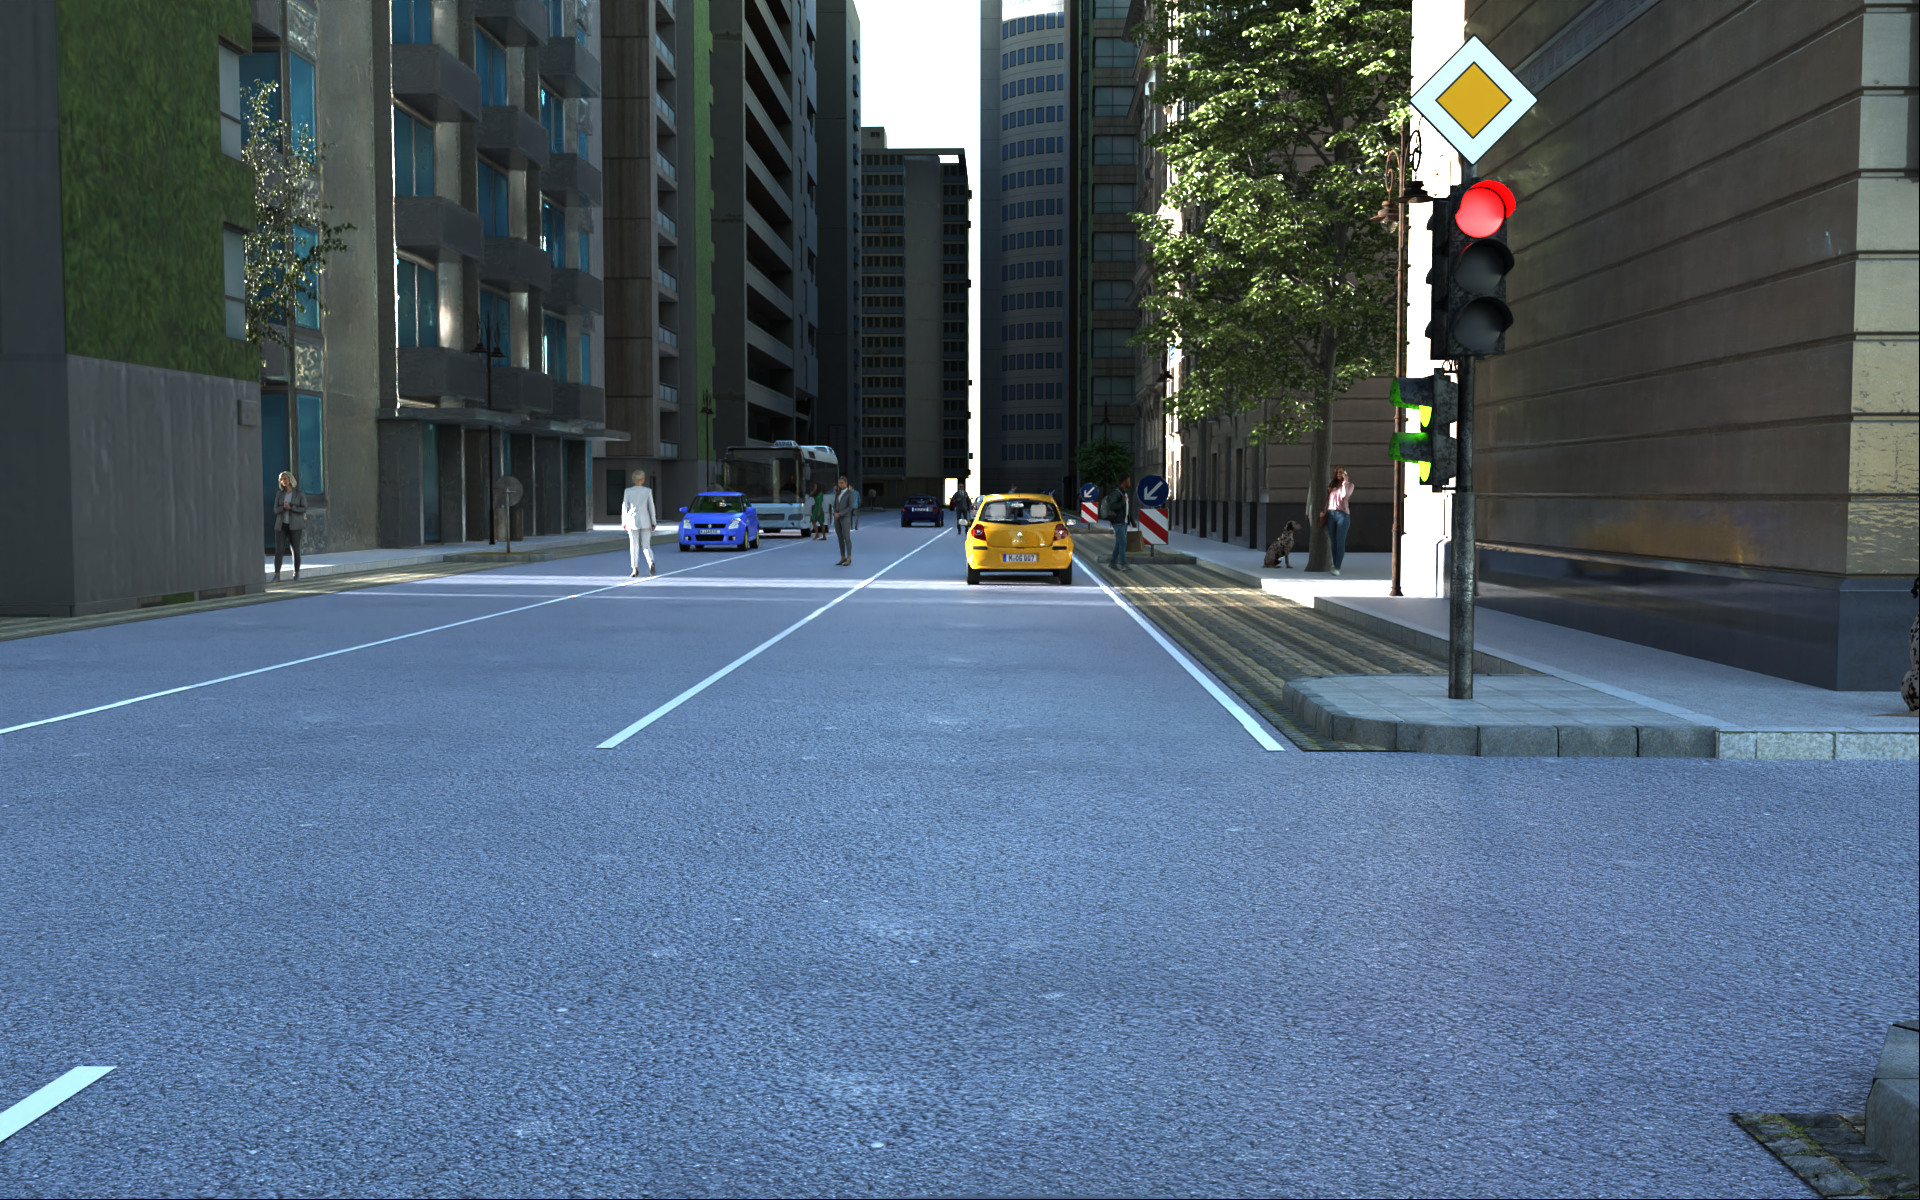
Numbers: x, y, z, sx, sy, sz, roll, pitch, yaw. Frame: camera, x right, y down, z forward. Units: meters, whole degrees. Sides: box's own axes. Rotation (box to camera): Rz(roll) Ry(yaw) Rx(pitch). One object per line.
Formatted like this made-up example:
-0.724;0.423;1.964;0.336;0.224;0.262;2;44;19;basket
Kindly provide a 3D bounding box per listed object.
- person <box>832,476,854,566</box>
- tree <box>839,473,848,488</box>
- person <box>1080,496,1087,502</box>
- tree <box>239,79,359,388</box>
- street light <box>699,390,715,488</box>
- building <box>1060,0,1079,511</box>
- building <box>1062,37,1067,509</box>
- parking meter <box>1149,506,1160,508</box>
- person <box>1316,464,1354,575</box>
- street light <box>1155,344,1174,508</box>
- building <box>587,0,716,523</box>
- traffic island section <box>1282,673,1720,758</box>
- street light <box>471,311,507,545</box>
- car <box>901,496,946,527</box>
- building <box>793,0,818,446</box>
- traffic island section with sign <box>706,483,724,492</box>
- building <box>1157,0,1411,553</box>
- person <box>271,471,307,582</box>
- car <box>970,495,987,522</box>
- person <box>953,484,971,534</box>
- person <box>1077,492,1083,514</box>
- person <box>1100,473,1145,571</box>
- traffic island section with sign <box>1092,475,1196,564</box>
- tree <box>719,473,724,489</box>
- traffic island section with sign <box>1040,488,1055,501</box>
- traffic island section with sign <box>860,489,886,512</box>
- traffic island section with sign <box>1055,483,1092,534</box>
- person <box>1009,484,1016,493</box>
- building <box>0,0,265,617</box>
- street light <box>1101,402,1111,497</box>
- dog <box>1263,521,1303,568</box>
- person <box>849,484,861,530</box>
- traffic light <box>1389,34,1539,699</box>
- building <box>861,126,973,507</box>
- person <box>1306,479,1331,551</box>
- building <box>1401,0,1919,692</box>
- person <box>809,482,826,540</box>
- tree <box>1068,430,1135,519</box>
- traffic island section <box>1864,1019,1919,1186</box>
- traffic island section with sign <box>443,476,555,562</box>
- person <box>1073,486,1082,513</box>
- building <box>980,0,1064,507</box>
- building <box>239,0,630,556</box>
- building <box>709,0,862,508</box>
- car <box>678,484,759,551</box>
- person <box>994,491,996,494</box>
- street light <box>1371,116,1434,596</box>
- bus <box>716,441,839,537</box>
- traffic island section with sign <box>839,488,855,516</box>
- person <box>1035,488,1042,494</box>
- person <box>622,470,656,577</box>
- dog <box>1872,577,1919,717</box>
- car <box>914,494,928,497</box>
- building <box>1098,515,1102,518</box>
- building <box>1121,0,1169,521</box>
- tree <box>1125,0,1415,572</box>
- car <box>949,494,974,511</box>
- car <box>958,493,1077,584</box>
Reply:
-2.388;-1.591;34.793;0.520;1.790;0.573;1;4;21;person
-10.480;-8.936;140.708;1.663;3.219;1.824;0;3;0;tree
7.791;-6.104;106.782;0.756;1.711;0.436;-1;4;-19;person
-12.674;-4.869;29.973;4.360;8.622;3.978;0;3;0;tree
-11.032;-6.294;75.692;0.468;5.910;1.993;0;4;2;street light
15.484;-29.951;139.805;14.600;45.320;14.200;0;4;2;building
16.091;-28.773;154.035;14.154;41.232;14.086;0;4;2;building
5.711;-2.609;51.061;0.372;1.533;0.369;0;3;0;parking meter
5.997;-1.277;27.506;0.593;1.750;0.643;3;5;40;person
6.320;-4.945;53.640;0.468;5.910;1.993;0;4;2;street light
-19.229;-24.107;77.738;14.154;41.232;14.086;0;4;2;building
3.167;0.697;10.886;2.009;0.180;2.903;0;4;2;traffic island section
-11.895;-4.346;43.845;0.468;5.910;1.993;0;4;2;street light
-1.627;-3.891;76.195;1.945;1.354;3.894;0;4;2;car
-24.545;-32.535;121.181;28.713;52.752;27.495;0;4;2;building
-9.055;-3.383;63.933;1.989;1.847;2.006;0;4;2;traffic island section with sign
12.676;-15.407;49.173;12.463;27.353;25.104;0;4;2;building
-10.881;-1.189;28.119;0.537;1.800;0.526;0;4;3;person
1.447;-4.252;81.880;2.083;1.381;4.827;0;4;3;car
0.080;-3.234;61.545;0.661;1.801;0.590;-1;4;-11;person
7.981;-6.493;112.195;0.705;1.826;1.348;-3;4;-39;person
3.003;-1.429;31.851;0.713;1.824;0.794;3;5;44;person
3.841;-1.675;36.017;1.989;1.847;2.006;0;4;2;traffic island section with sign
-10.996;-5.509;84.667;1.663;3.219;1.824;0;3;0;tree
5.877;-6.399;113.243;1.989;1.847;2.006;0;4;2;traffic island section with sign
-7.044;-8.030;139.918;1.989;1.847;2.006;0;4;2;traffic island section with sign
4.558;-3.323;62.962;1.989;1.847;2.006;0;4;2;traffic island section with sign
2.101;-3.789;70.317;0.748;1.841;0.638;3;5;39;person
-17.281;-20.406;17.237;14.154;41.232;14.086;0;4;2;building
7.184;-6.893;85.488;0.468;5.910;1.993;0;4;2;street light
5.497;-0.965;30.151;0.513;0.831;0.800;-3;4;-36;dog
-4.296;-3.723;69.229;0.638;1.841;0.748;0;4;-3;person
3.128;-1.336;10.773;0.839;4.253;0.868;0;4;2;traffic light
-10.753;-30.195;185.566;23.993;40.220;32.217;0;4;2;building
6.349;-1.501;30.467;0.514;1.842;0.818;0;4;1;person
15.576;-14.093;16.330;20.117;28.700;13.634;0;4;2;building
-4.357;-2.740;53.553;0.529;1.795;0.600;-2;4;-27;person
7.273;-6.421;88.703;4.285;4.588;4.351;0;3;0;tree
2.957;1.185;2.903;2.009;0.180;2.903;0;4;2;traffic island section
-9.758;-1.734;36.987;1.989;1.847;2.006;0;4;2;traffic island section with sign
8.192;-6.747;116.499;0.705;1.807;1.348;-3;5;-45;person
16.127;-38.985;179.402;28.212;58.520;21.231;0;4;2;building
-22.898;-26.163;47.371;23.786;49.044;30.456;0;4;2;building
-20.001;-32.311;151.989;21.600;48.544;21.300;0;4;2;building
-6.168;-2.133;44.471;1.945;1.707;3.694;0;3;0;car
3.305;-9.247;160.415;1.217;1.736;0.721;-2;4;-31;person
5.493;-2.988;21.634;0.468;5.910;1.993;0;4;2;street light
-6.145;-4.039;60.896;2.948;3.499;13.247;0;4;1;bus
-7.754;-6.382;112.972;1.989;1.847;2.006;0;4;2;traffic island section with sign
4.705;-5.827;103.869;1.348;1.812;0.705;0;4;1;person
-5.458;-1.297;29.589;0.514;1.842;0.818;-2;4;-30;person
5.591;0.260;10.134;0.800;0.831;0.513;-1;4;-22;dog
-3.517;-8.960;158.503;2.014;1.417;4.499;0;4;0;car
14.187;-25.321;97.600;14.154;41.232;14.086;0;4;2;building
14.436;-17.494;73.411;14.401;28.519;23.554;0;4;2;building
6.377;-6.750;28.491;7.486;12.596;7.792;0;3;0;tree
0.075;-8.561;149.015;2.155;1.783;4.494;0;4;3;car
0.963;-1.142;28.890;2.015;1.641;3.980;0;4;1;car
